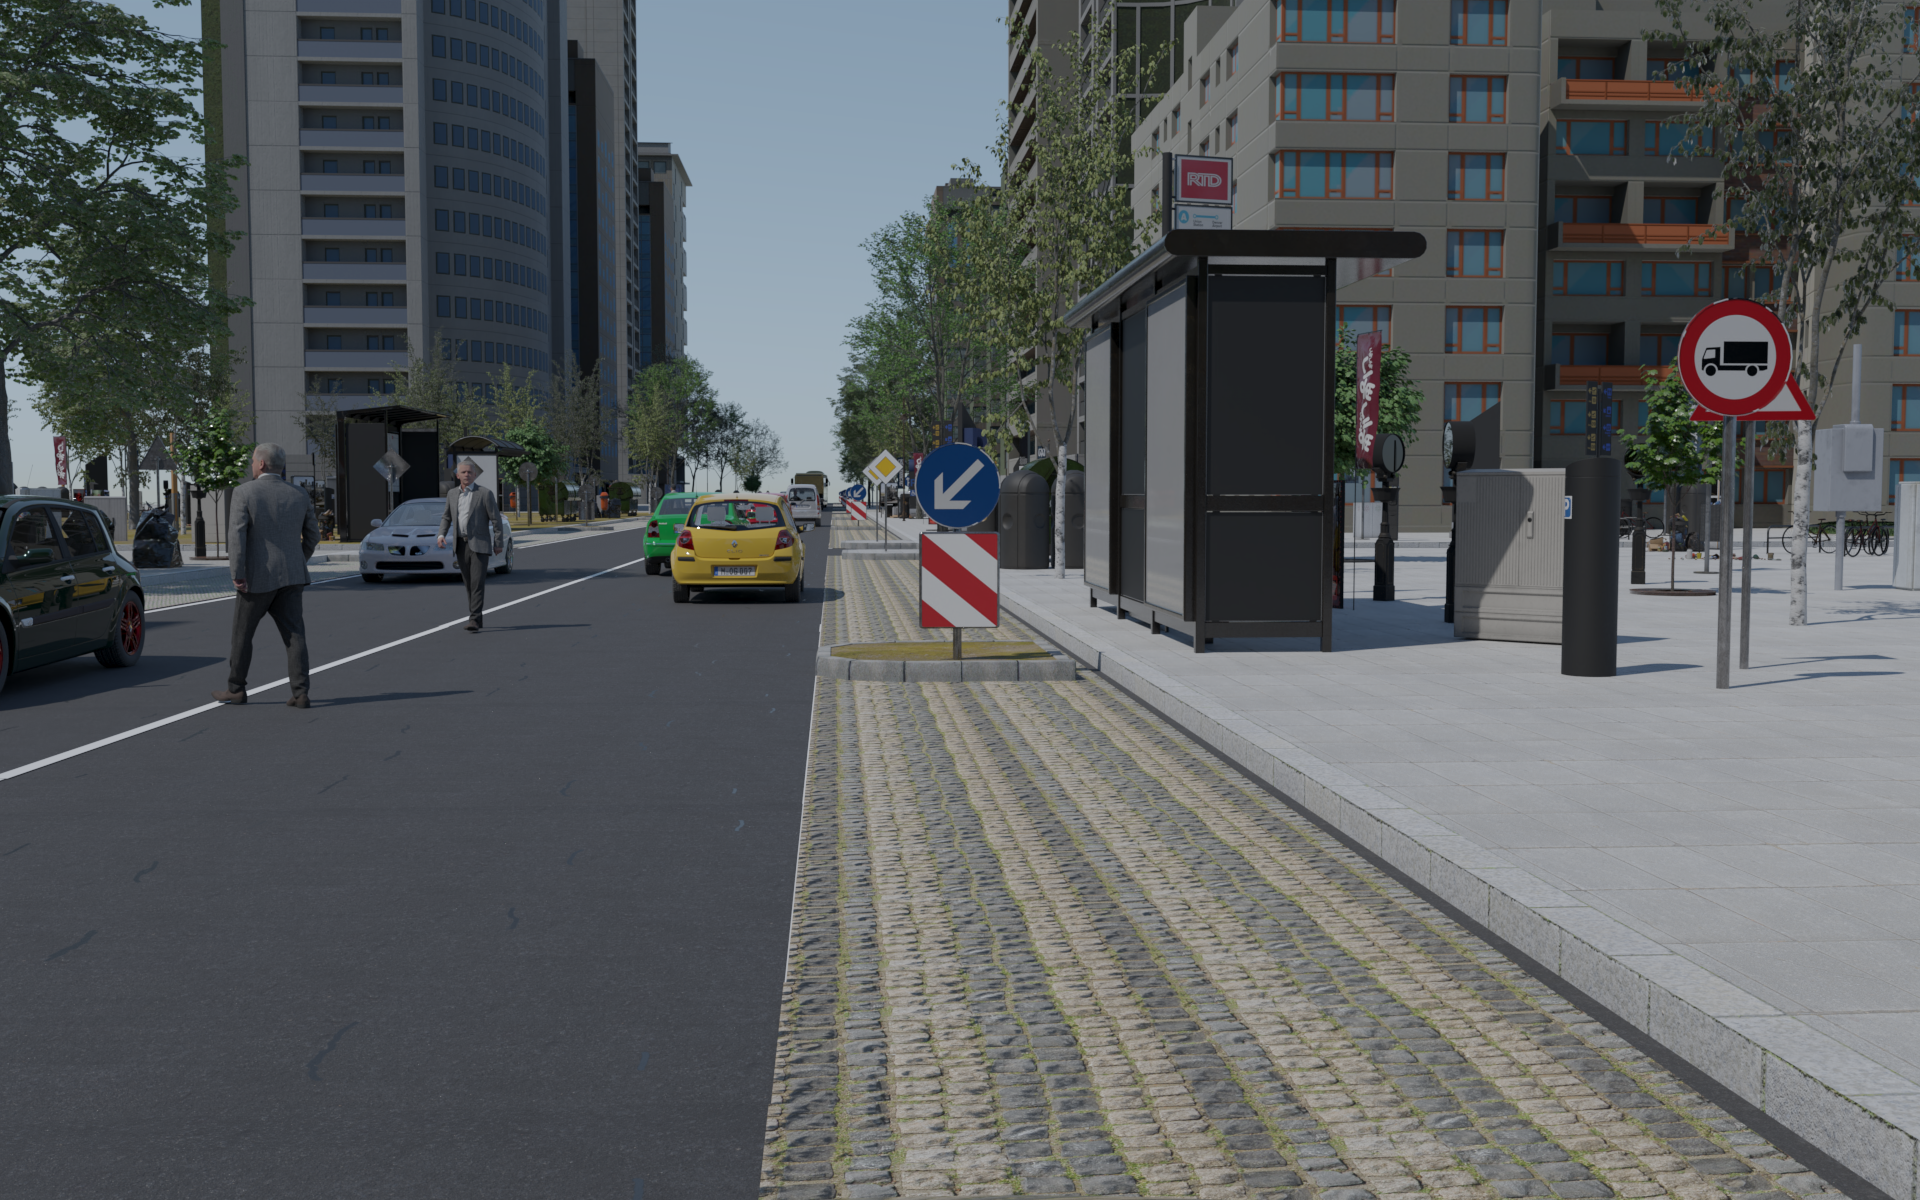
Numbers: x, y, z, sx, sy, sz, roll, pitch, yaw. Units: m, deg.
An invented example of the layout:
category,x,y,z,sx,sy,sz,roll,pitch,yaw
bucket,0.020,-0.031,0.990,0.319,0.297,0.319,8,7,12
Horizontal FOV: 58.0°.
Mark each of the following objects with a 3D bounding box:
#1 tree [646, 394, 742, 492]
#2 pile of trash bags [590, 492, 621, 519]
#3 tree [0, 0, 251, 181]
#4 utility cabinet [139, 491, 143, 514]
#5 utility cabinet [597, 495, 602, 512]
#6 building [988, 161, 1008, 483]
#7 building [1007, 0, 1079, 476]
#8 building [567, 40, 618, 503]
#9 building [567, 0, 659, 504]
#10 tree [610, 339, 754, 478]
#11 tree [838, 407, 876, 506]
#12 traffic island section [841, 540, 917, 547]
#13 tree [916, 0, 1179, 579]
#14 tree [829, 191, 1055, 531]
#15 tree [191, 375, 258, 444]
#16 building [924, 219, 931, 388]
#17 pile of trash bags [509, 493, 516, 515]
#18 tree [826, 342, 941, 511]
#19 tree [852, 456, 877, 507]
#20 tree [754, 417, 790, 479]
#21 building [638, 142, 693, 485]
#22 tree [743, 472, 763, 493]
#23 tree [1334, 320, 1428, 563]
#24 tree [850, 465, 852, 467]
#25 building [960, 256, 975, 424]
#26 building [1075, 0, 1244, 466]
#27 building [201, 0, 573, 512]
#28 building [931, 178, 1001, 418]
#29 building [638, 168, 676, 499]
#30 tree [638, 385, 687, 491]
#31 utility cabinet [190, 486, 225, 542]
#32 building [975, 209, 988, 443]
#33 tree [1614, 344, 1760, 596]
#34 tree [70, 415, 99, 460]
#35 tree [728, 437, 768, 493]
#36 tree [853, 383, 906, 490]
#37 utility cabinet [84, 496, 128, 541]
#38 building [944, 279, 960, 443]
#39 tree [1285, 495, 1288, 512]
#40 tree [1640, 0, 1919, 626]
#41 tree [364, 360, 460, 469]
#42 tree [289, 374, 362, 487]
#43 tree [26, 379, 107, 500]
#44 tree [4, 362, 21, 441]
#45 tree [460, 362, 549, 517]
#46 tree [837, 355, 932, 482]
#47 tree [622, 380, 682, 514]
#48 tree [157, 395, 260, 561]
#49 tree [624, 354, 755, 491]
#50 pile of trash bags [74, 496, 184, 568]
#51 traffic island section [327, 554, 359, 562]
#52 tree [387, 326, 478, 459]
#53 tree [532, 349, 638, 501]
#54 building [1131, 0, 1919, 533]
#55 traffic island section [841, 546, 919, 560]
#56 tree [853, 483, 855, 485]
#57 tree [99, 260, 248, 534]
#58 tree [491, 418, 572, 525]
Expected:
category,x,y,z,sx,sy,sz,roll,pitch,yaw
tree,-23.508,-13.299,151.845,8.767,10.594,7.601,-1,4,-15
pile of trash bags,-18.871,-5.003,91.552,1.912,1.369,3.447,-1,4,-16
tree,-14.702,-6.559,25.368,7.486,12.596,7.792,0,3,0
utility cabinet,-51.966,-6.180,109.722,0.318,1.500,1.173,-1,4,-23
utility cabinet,-19.723,-5.110,94.708,0.306,1.237,1.020,-1,4,-12
building,10.363,-23.294,152.565,14.160,30.474,14.107,0,4,-4
building,15.364,-31.238,134.450,21.300,48.544,21.600,0,4,-4
building,-42.642,-32.112,175.146,14.600,45.320,14.200,0,4,-4
building,-49.864,-47.963,222.451,20.563,71.187,20.611,0,4,-4
tree,-23.097,-13.940,138.282,12.009,13.543,11.850,0,3,0
tree,-9.586,-16.629,190.014,7.486,12.596,7.792,0,3,0
traffic island section,-2.212,-1.493,46.690,2.009,0.180,2.903,0,4,-4
tree,1.464,-4.642,26.252,4.737,8.622,4.395,0,3,0
tree,-0.519,-8.201,59.848,9.928,11.665,9.643,0,3,0
tree,-44.905,-9.495,105.607,4.737,8.622,4.395,0,3,0
building,5.882,-37.469,267.235,22.147,44.769,28.867,0,4,-4
pile of trash bags,-28.003,-5.719,103.257,3.447,1.369,1.912,-1,4,-21
tree,-5.545,-13.950,134.734,9.857,13.997,8.962,0,3,0
tree,-9.149,-13.987,179.050,4.360,8.622,3.978,0,3,0
tree,-32.476,-22.273,274.539,12.009,13.543,11.850,0,3,0
building,-55.619,-41.135,261.789,28.713,52.752,27.495,0,4,-4
tree,-31.146,-16.881,259.719,4.285,4.588,4.351,0,3,0
tree,7.212,-3.003,32.818,4.285,4.588,4.351,0,3,0
tree,-13.861,-17.593,238.005,4.737,8.622,4.395,0,3,0
building,7.875,-25.023,180.833,14.160,30.474,14.107,0,4,-4
building,16.895,-41.050,109.420,20.563,71.187,20.611,0,4,-4
building,-42.607,-36.095,132.158,21.231,58.520,28.212,0,4,-4
building,3.154,-36.398,245.217,14.600,45.320,14.200,0,4,-4
building,-47.298,-36.148,241.127,14.600,45.320,14.200,0,4,-4
tree,-20.708,-10.248,117.920,4.360,8.622,3.978,0,3,0
utility cabinet,-19.562,-2.254,45.530,1.173,1.500,0.318,0,4,2
building,9.364,-24.154,166.611,14.160,30.474,14.107,0,4,-4
tree,9.010,-1.679,22.049,1.663,3.219,1.824,0,3,0
tree,-39.123,-7.946,80.286,4.360,8.622,3.978,0,3,0
tree,-26.708,-15.857,209.627,4.737,8.622,4.395,0,3,0
tree,-3.923,-9.591,107.168,4.737,8.622,4.395,0,3,0
utility cabinet,-23.214,-2.196,47.073,1.020,1.237,0.306,-1,4,-20
building,4.774,-28.106,231.235,14.160,30.474,14.107,0,4,-4
tree,16.813,-5.764,88.846,1.663,3.219,1.824,0,3,0
tree,8.436,-4.057,16.699,4.360,8.622,3.978,0,3,0
tree,-30.459,-9.058,98.464,4.737,8.622,4.395,0,3,0
tree,-39.210,-9.609,107.472,4.360,8.622,3.978,0,3,0
tree,-44.548,-8.361,87.067,4.737,8.622,4.395,0,3,0
tree,-44.801,-7.858,78.835,4.360,8.622,3.978,0,3,0
tree,-24.565,-8.909,96.025,4.737,8.622,4.395,0,3,0
tree,-4.637,-11.031,114.768,7.601,10.594,8.767,0,4,5
tree,-20.142,-9.912,112.420,4.737,8.622,4.395,0,3,0
tree,-14.395,-2.394,33.742,1.663,3.219,1.824,0,3,0
tree,-21.159,-12.367,127.952,9.928,11.665,9.643,0,3,0
pile of trash bags,-15.417,-1.265,30.432,3.447,1.369,1.912,-1,4,-10
traffic island section,-12.448,-0.958,37.950,2.009,0.180,2.903,0,4,-4
tree,-23.374,-7.697,76.207,4.360,8.622,3.978,0,3,0
tree,-19.058,-8.366,87.151,4.360,8.622,3.978,0,3,0
building,23.666,-13.831,71.170,28.899,21.520,27.650,0,4,-4
traffic island section,-1.635,-1.006,38.726,2.009,0.180,2.903,0,4,-4
tree,-15.118,-15.808,253.061,1.663,3.219,1.824,0,3,0
tree,-24.758,-6.399,54.982,4.360,8.622,3.978,0,3,0
tree,-18.234,-5.470,73.151,4.285,4.588,4.351,0,3,0
